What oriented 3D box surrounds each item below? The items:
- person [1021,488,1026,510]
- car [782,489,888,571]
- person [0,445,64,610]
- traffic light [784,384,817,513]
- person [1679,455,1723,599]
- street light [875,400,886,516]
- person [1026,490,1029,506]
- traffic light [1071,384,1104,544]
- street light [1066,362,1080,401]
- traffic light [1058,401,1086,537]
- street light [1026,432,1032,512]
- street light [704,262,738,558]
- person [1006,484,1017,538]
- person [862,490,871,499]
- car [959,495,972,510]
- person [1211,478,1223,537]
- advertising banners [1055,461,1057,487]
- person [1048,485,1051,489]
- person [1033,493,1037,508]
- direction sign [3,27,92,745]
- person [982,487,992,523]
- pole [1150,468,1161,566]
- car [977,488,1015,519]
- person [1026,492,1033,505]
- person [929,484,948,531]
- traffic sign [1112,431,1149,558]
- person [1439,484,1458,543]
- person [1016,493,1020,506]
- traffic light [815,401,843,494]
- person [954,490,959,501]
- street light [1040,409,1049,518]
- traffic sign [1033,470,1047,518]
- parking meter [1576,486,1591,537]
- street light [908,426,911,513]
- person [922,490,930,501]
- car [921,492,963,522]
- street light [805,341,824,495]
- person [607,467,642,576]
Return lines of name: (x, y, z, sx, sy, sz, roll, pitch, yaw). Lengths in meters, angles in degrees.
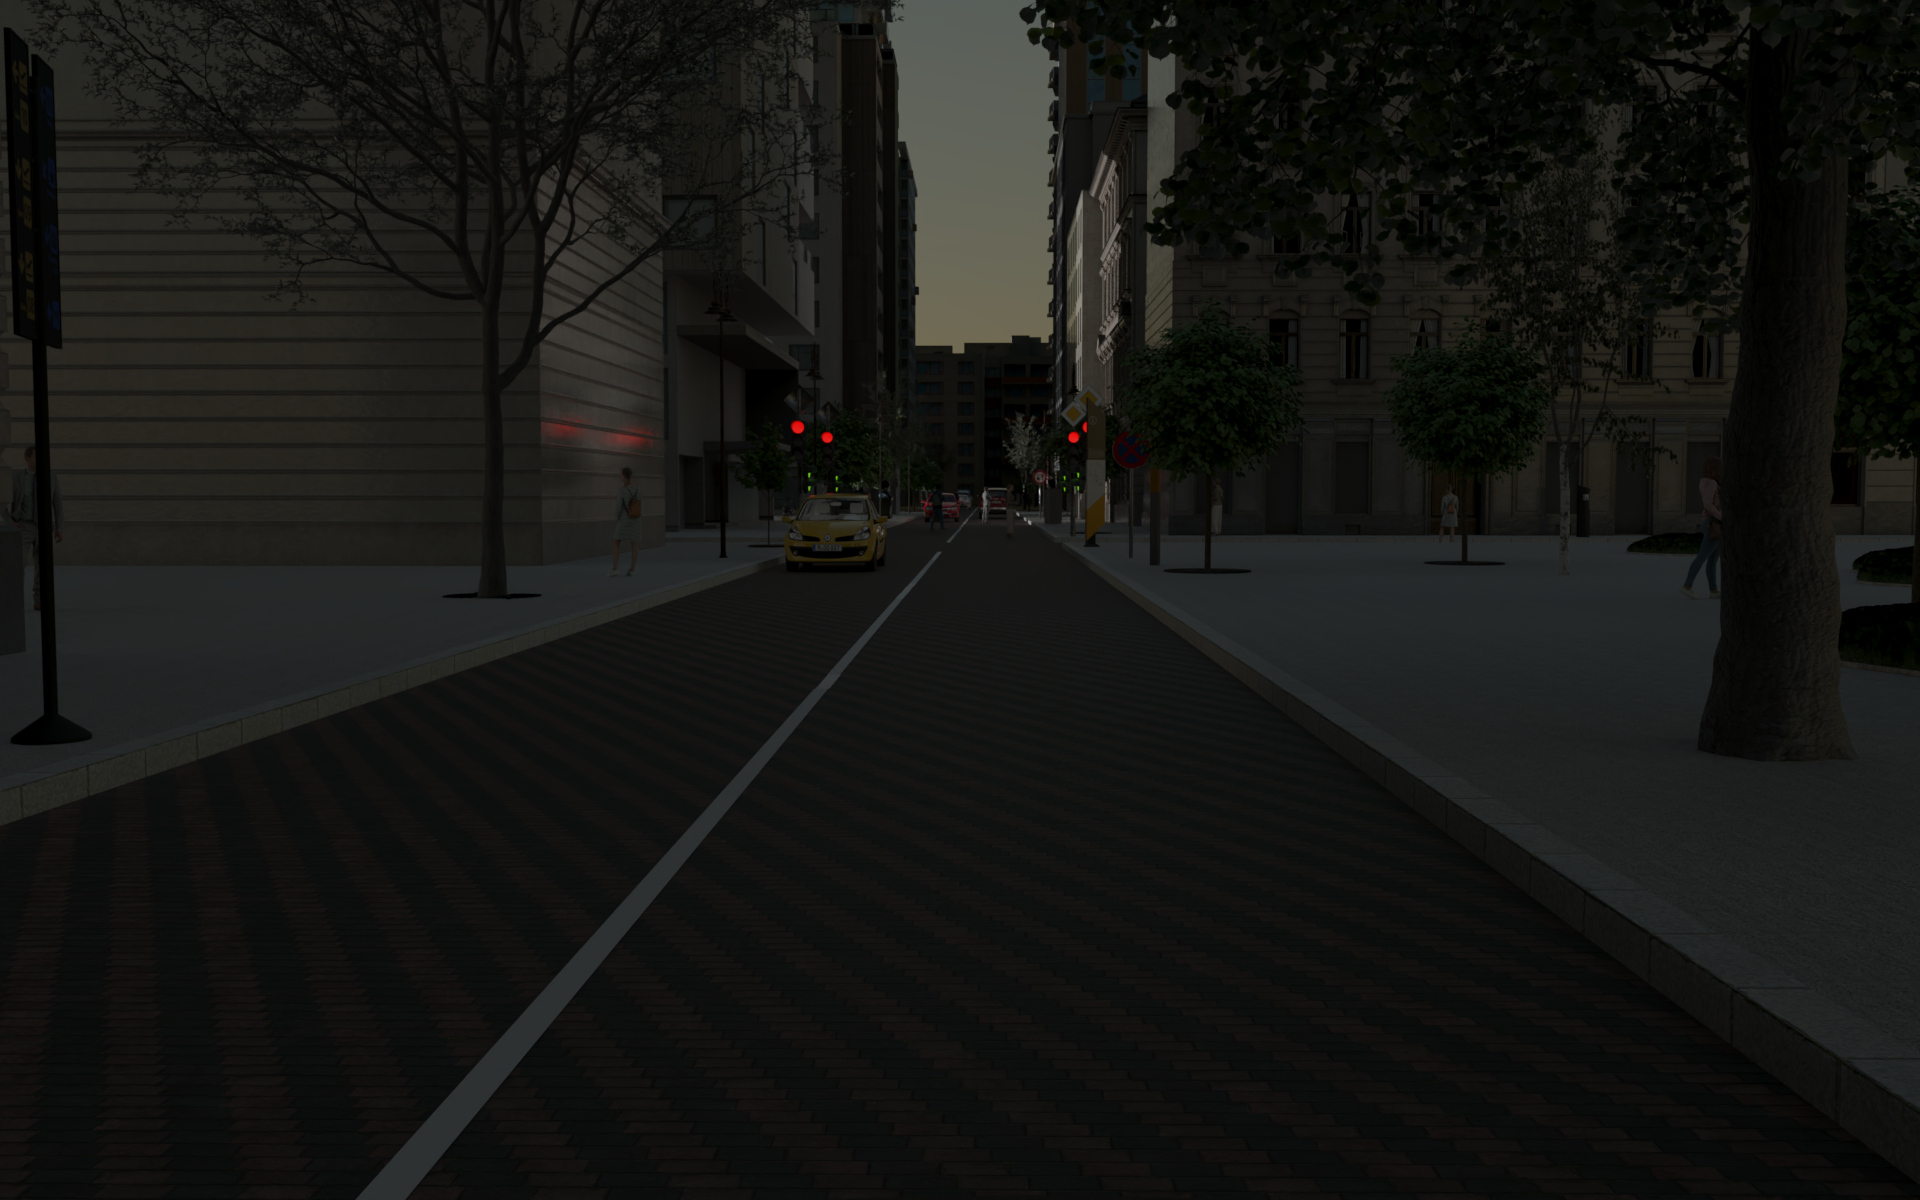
person: (5.274, -8.360, 142.744, 0.705, 1.822, 1.348, 1, 4, 17)
car: (-2.363, -1.416, 33.381, 2.015, 1.641, 3.980, 0, 4, 1)
person: (-10.170, -0.785, 18.981, 0.391, 1.810, 0.635, 3, 5, 42)
traffic light: (-4.100, -3.393, 44.402, 0.839, 4.253, 0.868, 0, 4, 1)
person: (9.120, -0.888, 21.151, 0.643, 1.750, 0.593, 1, 4, 13)
street light: (-3.891, -6.866, 85.044, 0.468, 5.910, 1.993, 0, 4, 1)
person: (7.348, -11.096, 188.193, 0.721, 1.736, 1.217, 0, 4, -5)
traffic light: (3.261, -3.387, 44.294, 0.839, 4.253, 0.868, 0, 4, 1)
street light: (3.979, -5.387, 60.865, 0.468, 5.910, 1.993, 0, 4, 1)
traffic light: (3.396, -3.875, 52.278, 0.839, 4.253, 0.868, 0, 4, 1)
street light: (5.052, -9.399, 126.460, 0.468, 5.910, 1.993, 0, 4, 1)
street light: (-4.758, -3.782, 34.629, 0.468, 5.910, 1.993, 0, 4, 1)
person: (1.678, -2.921, 56.811, 0.362, 1.759, 0.519, 0, 3, 0)
person: (-2.024, -1.543, 36.319, 0.503, 1.515, 0.523, 2, 4, 24)
car: (0.076, -8.973, 159.073, 2.083, 1.381, 4.827, 0, 4, -1)
person: (7.738, -2.800, 52.377, 0.362, 1.759, 0.519, 2, 4, 31)
advertising banners: (4.593, -5.279, 82.494, 0.090, 3.025, 2.074, 0, 4, 3)
person: (5.156, -5.692, 99.196, 0.778, 1.811, 0.616, -2, 4, -26)
person: (7.067, -9.649, 164.521, 0.721, 1.735, 1.217, 0, 4, -6)
direction sign: (-4.732, -1.035, 8.917, 0.379, 3.537, 0.876, -1, 4, -15)
person: (1.348, -4.645, 84.633, 0.466, 1.800, 0.511, -3, 5, -40)
pole: (3.508, -2.277, 31.072, 0.158, 3.312, 0.155, 0, 3, 0)
car: (2.120, -5.699, 101.853, 2.281, 1.827, 5.304, 0, 4, 1)
person: (8.306, -12.069, 203.368, 1.348, 1.824, 0.705, 1, 4, 13)
person: (-0.856, -3.527, 66.148, 0.713, 1.824, 0.794, -2, 4, -26)
traffic sign: (3.437, -2.119, 34.747, 0.768, 2.556, 0.104, 0, 4, 6)
person: (13.188, -2.276, 46.710, 0.512, 1.701, 0.522, 0, 4, -4)
person: (6.424, -11.343, 192.168, 0.551, 1.740, 0.621, 2, 4, 34)
traffic light: (-3.965, -3.882, 52.386, 0.839, 4.253, 0.868, 0, 4, 1)
person: (-0.431, -8.655, 150.543, 0.617, 1.759, 0.750, 1, 4, 18)
street light: (4.567, -7.417, 94.052, 0.468, 5.910, 1.993, 0, 4, 1)
traffic sign: (4.217, -5.563, 91.062, 0.768, 2.556, 0.104, 0, 4, 2)
parking meter: (18.533, -2.634, 51.484, 0.372, 1.533, 0.369, 0, 3, 0)
street light: (-3.432, -8.848, 117.451, 0.468, 5.910, 1.993, 0, 4, 1)
person: (-3.324, -10.133, 172.423, 1.217, 1.736, 0.721, 0, 4, -2)
car: (-0.924, -4.927, 89.597, 2.155, 1.783, 4.494, 0, 4, 0)
street light: (-4.404, -4.884, 52.637, 0.468, 5.910, 1.993, 0, 4, 1)
person: (-5.177, -1.222, 27.019, 0.522, 1.701, 0.512, 3, 5, 41)
